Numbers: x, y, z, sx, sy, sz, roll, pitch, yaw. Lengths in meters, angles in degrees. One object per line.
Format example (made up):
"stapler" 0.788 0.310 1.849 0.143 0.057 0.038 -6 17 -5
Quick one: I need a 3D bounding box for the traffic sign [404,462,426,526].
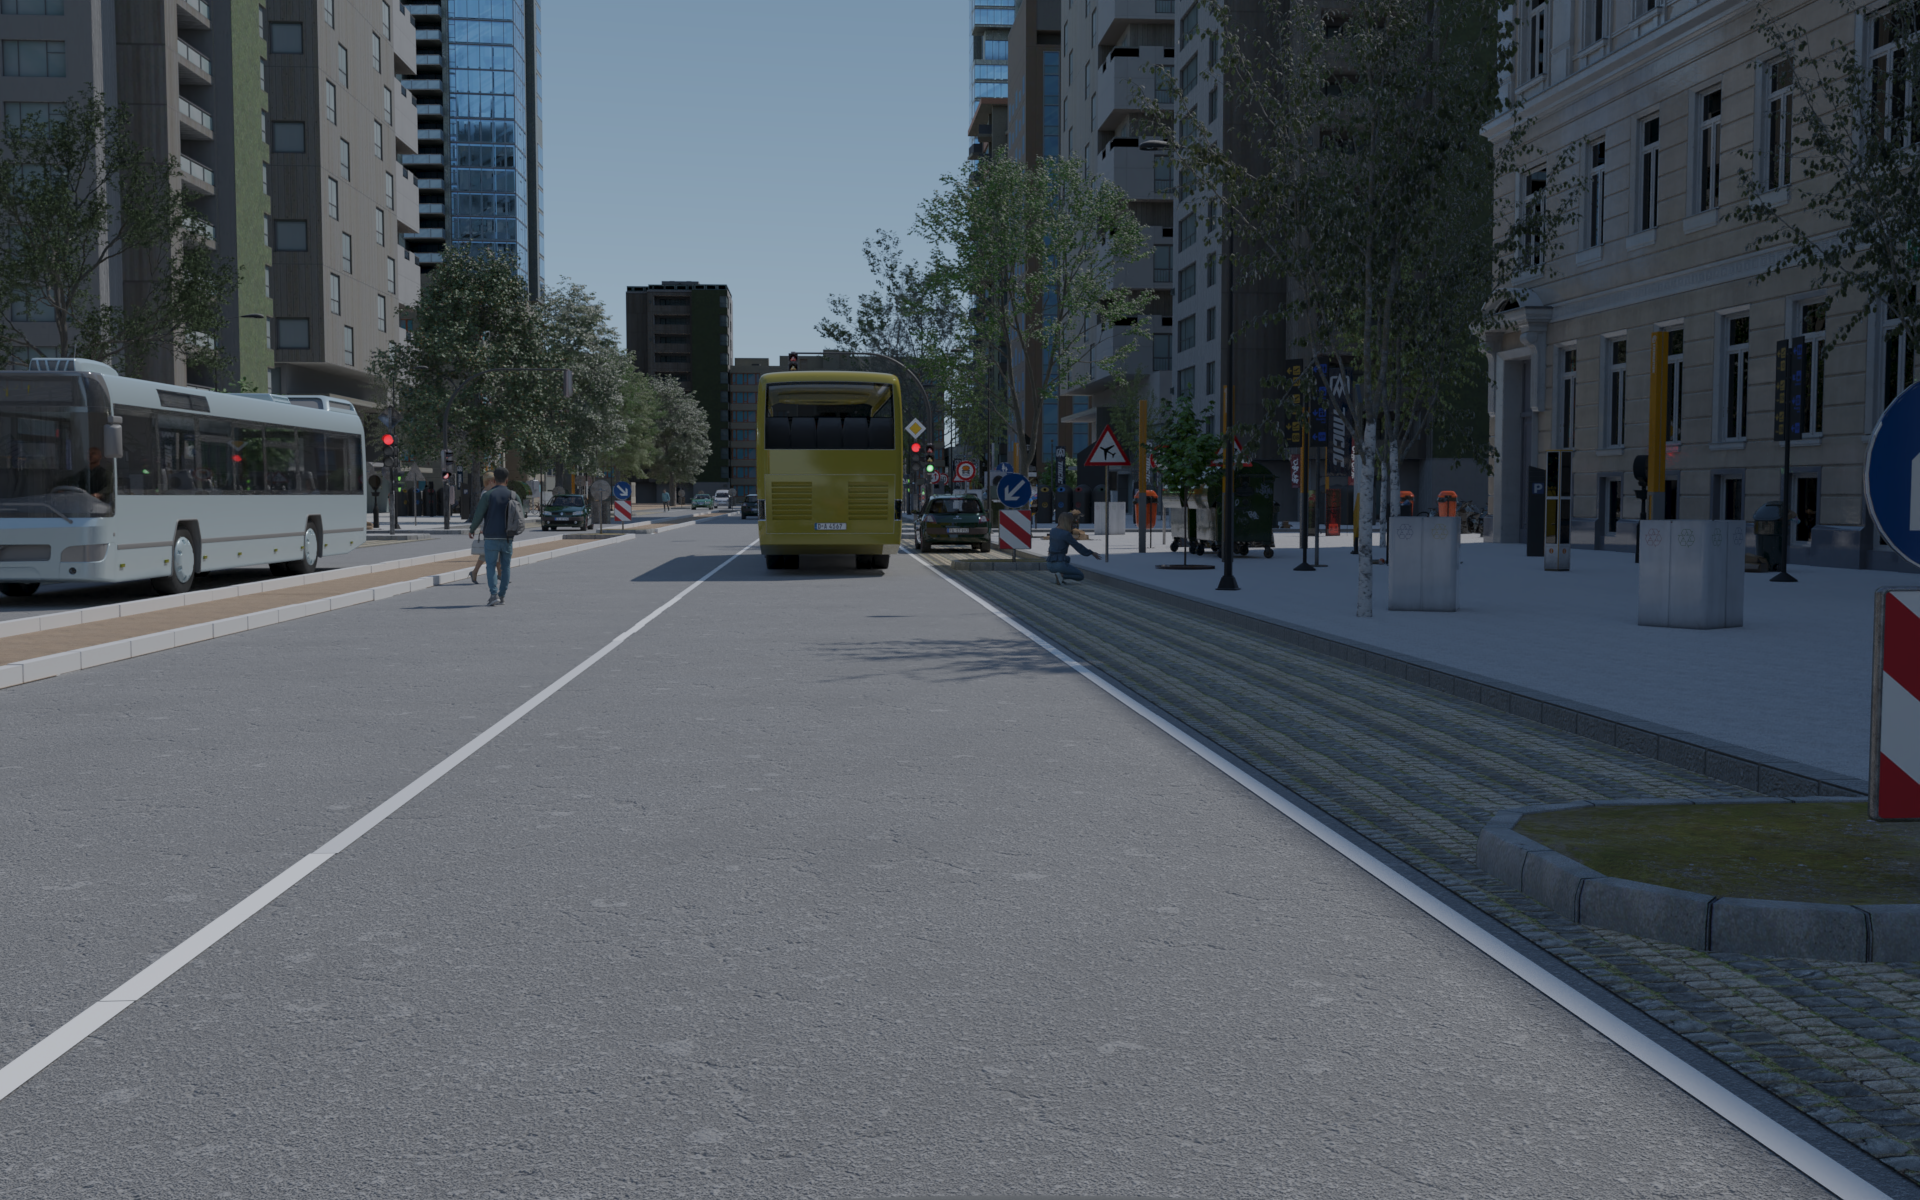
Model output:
"traffic sign" -21.941 -4.265 69.741 0.884 2.594 0.081 0 4 2

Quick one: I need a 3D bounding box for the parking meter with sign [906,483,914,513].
"parking meter with sign" -3.215 -7.300 115.623 1.738 3.016 0.543 1 4 14

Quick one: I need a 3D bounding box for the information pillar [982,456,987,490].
"information pillar" 1.524 -6.950 104.995 0.504 3.616 0.183 3 5 44

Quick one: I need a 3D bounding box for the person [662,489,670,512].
"person" -23.270 -7.871 137.214 0.660 1.820 0.620 1 4 13

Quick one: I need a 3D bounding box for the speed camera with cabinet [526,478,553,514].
"speed camera with cabinet" -27.642 -7.339 114.334 0.660 3.252 2.038 3 4 38

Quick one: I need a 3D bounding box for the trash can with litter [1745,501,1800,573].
"trash can with litter" 13.291 -1.046 28.482 1.055 1.170 0.624 -3 5 -41

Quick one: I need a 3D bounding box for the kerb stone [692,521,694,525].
"kerb stone" -12.436 -3.506 79.544 0.120 0.150 1.000 0 4 -5

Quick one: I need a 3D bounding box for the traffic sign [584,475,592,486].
"traffic sign" -25.257 -7.165 117.252 0.768 2.556 0.104 0 4 3

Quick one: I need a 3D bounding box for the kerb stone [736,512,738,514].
"kerb stone" -15.706 -6.007 120.414 0.120 0.150 1.000 0 4 -5

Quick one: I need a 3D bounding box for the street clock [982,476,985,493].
"street clock" 1.097 -4.017 70.249 0.358 2.002 0.471 2 4 34

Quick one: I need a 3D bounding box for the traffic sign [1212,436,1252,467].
"traffic sign" 5.221 -2.055 33.610 0.884 2.594 0.081 0 4 1

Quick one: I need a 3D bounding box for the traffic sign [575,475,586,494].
"traffic sign" -25.571 -7.124 116.591 0.768 2.556 0.104 0 4 -3

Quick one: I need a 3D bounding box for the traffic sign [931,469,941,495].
"traffic sign" -1.360 -5.384 88.139 0.768 2.556 0.104 0 4 -4

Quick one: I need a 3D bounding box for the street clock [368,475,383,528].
"street clock" -21.978 -3.706 65.155 0.471 2.002 0.358 0 4 -3

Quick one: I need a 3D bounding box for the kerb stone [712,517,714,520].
"kerb stone" -13.588 -4.383 93.880 0.120 0.150 1.000 0 4 -5

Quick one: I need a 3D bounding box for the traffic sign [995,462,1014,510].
"traffic sign" 1.798 -4.262 69.782 0.768 2.556 0.104 0 4 3

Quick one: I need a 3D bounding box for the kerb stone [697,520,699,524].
"kerb stone" -12.688 -3.697 82.634 0.120 0.150 1.000 0 4 -5

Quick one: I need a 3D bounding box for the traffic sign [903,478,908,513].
"traffic sign" -3.680 -7.017 114.835 0.768 2.556 0.104 0 4 -2

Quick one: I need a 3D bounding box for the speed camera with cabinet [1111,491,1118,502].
"speed camera with cabinet" 6.949 -5.691 87.389 2.038 3.252 0.660 2 4 35

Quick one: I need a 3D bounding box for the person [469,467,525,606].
"person" -5.950 -0.828 22.383 0.623 1.781 0.721 -3 5 -44

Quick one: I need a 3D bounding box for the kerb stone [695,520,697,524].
"kerb stone" -12.610 -3.633 81.611 0.120 0.150 1.000 0 4 -5

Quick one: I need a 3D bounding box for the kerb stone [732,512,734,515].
"kerb stone" -15.300 -5.690 115.314 0.120 0.150 1.000 0 4 -5

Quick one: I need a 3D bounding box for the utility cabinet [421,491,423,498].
"utility cabinet" -40.435 -7.420 129.994 1.173 1.500 0.318 1 4 9

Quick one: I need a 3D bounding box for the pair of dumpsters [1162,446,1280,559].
"pair of dumpsters" 5.450 -2.073 36.393 1.574 2.255 4.437 0 4 -5

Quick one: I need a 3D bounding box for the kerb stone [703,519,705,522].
"kerb stone" -13.010 -3.947 86.722 0.120 0.150 1.000 0 4 -5

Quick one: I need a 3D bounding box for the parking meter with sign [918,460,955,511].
"parking meter with sign" -1.185 -5.673 89.008 1.738 3.016 0.543 -1 4 -10

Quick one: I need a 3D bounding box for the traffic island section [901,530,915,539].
"traffic island section" -0.979 -2.059 55.953 2.009 0.180 2.903 0 4 -5

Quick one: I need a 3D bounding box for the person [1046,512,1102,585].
"person" 1.642 -0.821 27.424 0.738 1.151 1.012 -3 4 -38

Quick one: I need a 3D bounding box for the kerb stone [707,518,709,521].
"kerb stone" -13.262 -4.134 89.787 0.120 0.150 1.000 0 4 -5

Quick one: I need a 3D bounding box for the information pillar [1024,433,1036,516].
"information pillar" 2.670 -4.582 66.275 0.504 3.616 0.183 0 4 -6

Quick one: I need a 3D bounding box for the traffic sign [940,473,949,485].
"traffic sign" -1.037 -6.355 104.004 0.768 2.556 0.104 0 4 3

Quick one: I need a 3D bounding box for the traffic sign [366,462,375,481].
"traffic sign" -23.203 -4.124 67.531 0.768 2.556 0.104 0 4 2

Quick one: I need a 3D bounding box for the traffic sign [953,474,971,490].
"traffic sign" 0.056 -4.686 76.613 0.884 2.594 0.081 0 4 -3

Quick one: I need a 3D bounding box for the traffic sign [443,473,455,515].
"traffic sign" -25.261 -5.110 85.686 0.606 2.300 0.079 0 4 1

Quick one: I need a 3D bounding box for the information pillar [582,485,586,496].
"information pillar" -27.827 -7.585 128.514 0.304 2.012 0.304 3 5 42

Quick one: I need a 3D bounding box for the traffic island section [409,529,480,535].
"traffic island section" -18.553 -2.464 62.569 2.009 0.180 2.903 0 4 -5

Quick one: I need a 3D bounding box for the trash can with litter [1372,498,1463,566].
"trash can with litter" 8.418 -1.261 31.682 2.233 1.210 1.678 -2 4 -24

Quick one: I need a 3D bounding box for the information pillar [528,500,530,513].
"information pillar" -29.605 -6.961 118.307 0.304 2.012 0.304 -3 5 -42

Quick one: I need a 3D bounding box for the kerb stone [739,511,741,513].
"kerb stone" -16.040 -6.258 124.508 0.120 0.150 1.000 0 4 -5

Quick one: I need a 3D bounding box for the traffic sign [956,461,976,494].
"traffic sign" 0.225 -4.028 65.957 0.768 2.556 0.104 0 4 -2

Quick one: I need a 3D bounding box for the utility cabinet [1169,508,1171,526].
"utility cabinet" 8.417 -3.626 67.959 0.318 1.500 1.173 0 4 1

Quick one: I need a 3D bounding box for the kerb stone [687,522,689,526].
"kerb stone" -12.191 -3.320 76.481 0.120 0.150 1.000 0 4 -5

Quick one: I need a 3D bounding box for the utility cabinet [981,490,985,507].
"utility cabinet" 1.199 -4.681 85.209 0.318 1.500 1.173 3 5 42

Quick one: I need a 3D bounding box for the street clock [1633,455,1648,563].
"street clock" 12.664 -1.683 32.093 0.471 2.002 0.358 -3 5 -44

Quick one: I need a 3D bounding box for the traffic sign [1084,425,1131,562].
"traffic sign" 2.760 -1.986 32.483 0.884 2.594 0.081 0 4 -3

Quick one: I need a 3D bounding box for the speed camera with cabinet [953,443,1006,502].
"speed camera with cabinet" 0.758 -4.430 66.763 2.038 3.252 0.660 -2 4 -27

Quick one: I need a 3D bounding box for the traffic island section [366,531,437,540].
"traffic island section" -17.917 -1.977 54.610 2.009 0.180 2.903 0 4 -5

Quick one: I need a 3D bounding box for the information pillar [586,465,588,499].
"information pillar" -24.215 -7.401 112.365 0.183 3.616 0.504 -1 4 -9

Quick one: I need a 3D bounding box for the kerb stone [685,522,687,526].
"kerb stone" -12.115 -3.255 75.461 0.120 0.150 1.000 0 4 -5

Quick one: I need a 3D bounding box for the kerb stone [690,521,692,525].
"kerb stone" -12.361 -3.445 78.521 0.120 0.150 1.000 0 4 -5

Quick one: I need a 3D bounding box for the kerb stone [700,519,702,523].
"kerb stone" -12.846 -3.819 84.675 0.120 0.150 1.000 0 4 -5

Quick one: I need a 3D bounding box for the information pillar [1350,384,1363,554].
"information pillar" 8.452 -2.779 36.792 0.183 3.616 0.504 0 4 3

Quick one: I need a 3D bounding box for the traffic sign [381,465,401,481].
"traffic sign" -22.387 -4.164 68.181 0.768 2.556 0.104 0 4 -1

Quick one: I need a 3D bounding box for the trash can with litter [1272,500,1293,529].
"trash can with litter" 11.814 -3.246 64.465 1.055 1.170 0.624 -1 4 -16

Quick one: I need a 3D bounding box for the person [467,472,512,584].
"person" -7.527 -1.150 27.660 0.624 1.780 0.694 1 4 9

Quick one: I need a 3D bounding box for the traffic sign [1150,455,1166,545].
"traffic sign" 5.186 -2.680 43.926 0.768 2.556 0.104 0 4 1

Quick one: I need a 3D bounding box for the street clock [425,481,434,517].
"street clock" -29.692 -5.670 97.269 0.358 2.002 0.471 -1 4 -23

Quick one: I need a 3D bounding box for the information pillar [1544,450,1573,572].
"information pillar" 9.945 -1.486 28.792 0.304 2.012 0.304 -2 4 -30
